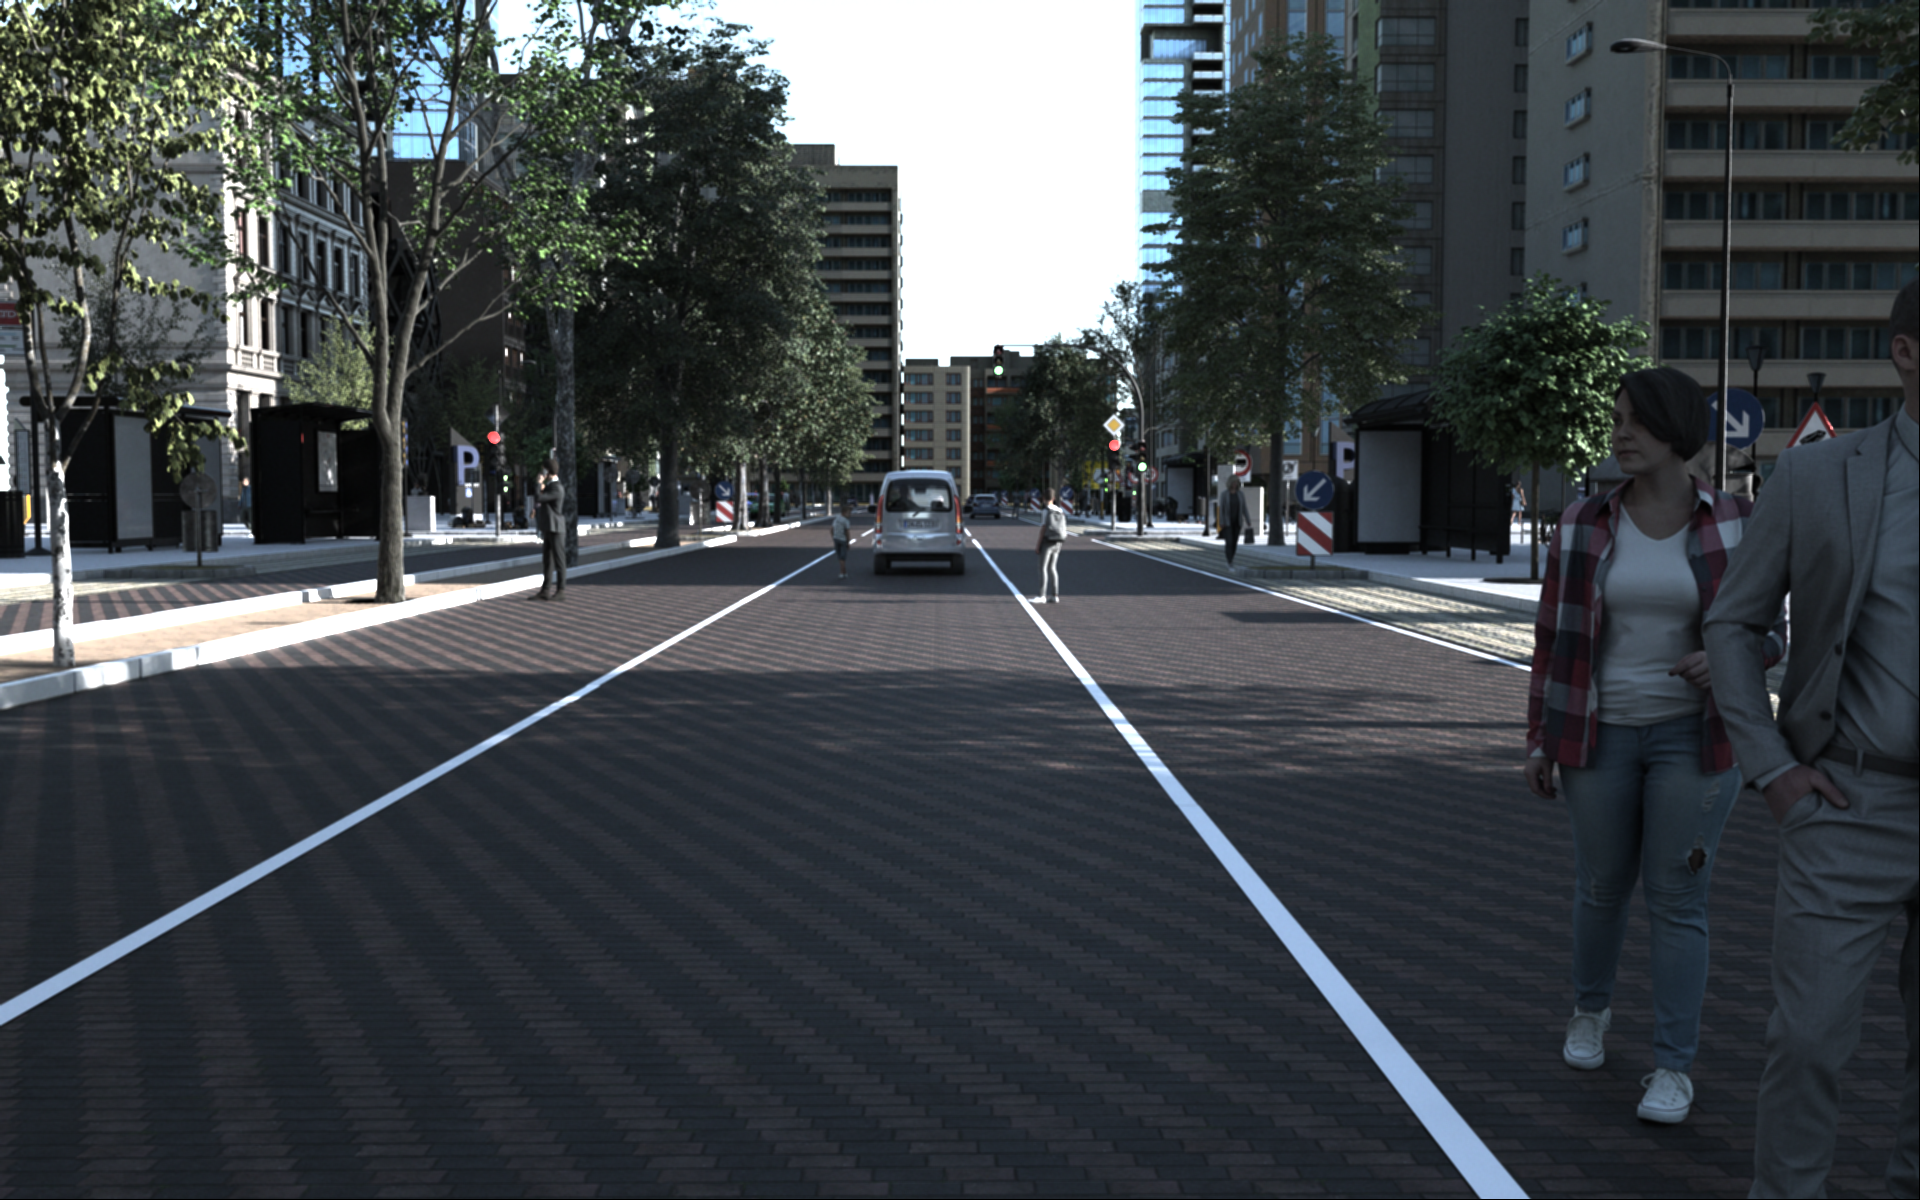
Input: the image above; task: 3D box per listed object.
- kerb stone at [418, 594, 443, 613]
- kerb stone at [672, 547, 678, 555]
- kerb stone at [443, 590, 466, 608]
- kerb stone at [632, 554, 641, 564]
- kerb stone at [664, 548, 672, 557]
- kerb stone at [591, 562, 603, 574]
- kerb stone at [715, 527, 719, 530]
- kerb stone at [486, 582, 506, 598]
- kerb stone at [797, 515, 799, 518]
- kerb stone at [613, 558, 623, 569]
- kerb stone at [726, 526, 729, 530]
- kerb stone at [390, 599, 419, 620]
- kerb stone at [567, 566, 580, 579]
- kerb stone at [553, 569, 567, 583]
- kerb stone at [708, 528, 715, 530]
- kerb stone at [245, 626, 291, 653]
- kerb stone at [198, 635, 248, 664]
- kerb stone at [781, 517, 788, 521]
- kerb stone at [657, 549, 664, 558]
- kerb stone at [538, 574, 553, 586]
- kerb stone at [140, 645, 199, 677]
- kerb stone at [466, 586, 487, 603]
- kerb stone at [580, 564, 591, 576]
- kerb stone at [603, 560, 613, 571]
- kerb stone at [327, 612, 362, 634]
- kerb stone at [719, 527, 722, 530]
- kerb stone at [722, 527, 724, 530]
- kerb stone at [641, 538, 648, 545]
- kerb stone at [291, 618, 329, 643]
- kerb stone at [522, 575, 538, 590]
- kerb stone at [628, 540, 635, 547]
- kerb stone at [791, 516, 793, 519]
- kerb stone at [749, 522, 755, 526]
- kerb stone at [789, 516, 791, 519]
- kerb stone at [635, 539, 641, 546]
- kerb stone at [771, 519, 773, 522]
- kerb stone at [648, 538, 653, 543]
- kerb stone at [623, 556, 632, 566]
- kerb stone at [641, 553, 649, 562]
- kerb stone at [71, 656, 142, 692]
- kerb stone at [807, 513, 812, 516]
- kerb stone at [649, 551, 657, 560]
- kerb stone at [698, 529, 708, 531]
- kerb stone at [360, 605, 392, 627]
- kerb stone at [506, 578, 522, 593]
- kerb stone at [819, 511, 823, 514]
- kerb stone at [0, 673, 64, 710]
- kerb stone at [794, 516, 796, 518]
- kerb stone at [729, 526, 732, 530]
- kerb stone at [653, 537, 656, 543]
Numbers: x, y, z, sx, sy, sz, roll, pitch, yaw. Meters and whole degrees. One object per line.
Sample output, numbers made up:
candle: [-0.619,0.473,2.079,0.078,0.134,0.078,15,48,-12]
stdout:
kerb stone: [-6.563,0.061,21.206,0.120,0.150,1.000,0,4,-1]
kerb stone: [-6.807,-1.127,40.678,0.120,0.150,1.000,0,4,-1]
kerb stone: [-6.564,-0.002,22.228,0.120,0.150,1.000,0,4,-1]
kerb stone: [-6.746,-0.813,35.540,0.120,0.150,1.000,0,4,-1]
kerb stone: [-6.798,-1.067,39.648,0.120,0.150,1.000,0,4,-1]
kerb stone: [-6.691,-0.566,31.443,0.120,0.150,1.000,0,4,-1]
kerb stone: [-9.237,-2.601,64.723,0.120,0.150,1.000,0,4,-1]
kerb stone: [-6.590,-0.127,24.271,0.120,0.150,1.000,0,4,-1]
kerb stone: [-9.727,-4.860,101.659,0.120,0.150,1.000,0,4,-1]
kerb stone: [-6.714,-0.687,33.491,0.120,0.150,1.000,0,4,-1]
kerb stone: [-9.267,-2.789,67.798,0.120,0.150,1.000,0,4,-1]
kerb stone: [-6.541,0.126,20.184,0.120,0.150,1.000,0,4,-1]
kerb stone: [-6.664,-0.441,29.399,0.120,0.150,1.000,0,4,-1]
kerb stone: [-6.641,-0.378,28.371,0.120,0.150,1.000,0,4,-1]
kerb stone: [-9.224,-2.539,63.701,0.120,0.150,1.000,0,4,-1]
kerb stone: [-6.476,0.374,16.073,0.120,0.150,1.000,0,4,-1]
kerb stone: [-6.467,0.442,15.044,0.120,0.150,1.000,0,4,-1]
kerb stone: [-9.633,-4.420,94.467,0.120,0.150,1.000,0,4,-1]
kerb stone: [-6.791,-1.003,38.624,0.120,0.150,1.000,0,4,-1]
kerb stone: [-6.634,-0.315,27.347,0.120,0.150,1.000,0,4,-1]
kerb stone: [-6.457,0.500,14.022,0.120,0.150,1.000,0,4,-1]
kerb stone: [-6.577,-0.063,23.250,0.120,0.150,1.000,0,4,-1]
kerb stone: [-6.680,-0.503,30.421,0.120,0.150,1.000,0,4,-1]
kerb stone: [-6.707,-0.628,32.467,0.120,0.150,1.000,0,4,-1]
kerb stone: [-6.511,0.251,18.119,0.120,0.150,1.000,0,4,-1]
kerb stone: [-9.243,-2.663,65.752,0.120,0.150,1.000,0,4,-1]
kerb stone: [-9.257,-2.723,66.775,0.120,0.150,1.000,0,4,-1]
kerb stone: [-9.021,-1.623,48.798,0.120,0.150,1.000,0,4,-1]
kerb stone: [-6.496,0.318,17.097,0.120,0.150,1.000,0,4,-1]
kerb stone: [-6.627,-0.249,26.326,0.120,0.150,1.000,0,4,-1]
kerb stone: [-8.990,-1.500,46.754,0.120,0.150,1.000,0,4,-1]
kerb stone: [-9.668,-4.608,97.539,0.120,0.150,1.000,0,4,-1]
kerb stone: [-9.416,-3.475,79.080,0.120,0.150,1.000,0,4,-1]
kerb stone: [-9.661,-4.546,96.517,0.120,0.150,1.000,0,4,-1]
kerb stone: [-9.014,-1.565,47.776,0.120,0.150,1.000,0,4,-1]
kerb stone: [-9.550,-4.107,89.341,0.120,0.150,1.000,0,4,-1]
kerb stone: [-9.036,-1.690,49.820,0.120,0.150,1.000,0,4,-1]
kerb stone: [-6.728,-0.747,34.518,0.120,0.150,1.000,0,4,-1]
kerb stone: [-6.761,-0.877,36.581,0.120,0.150,1.000,0,4,-1]
kerb stone: [-6.446,0.563,12.989,0.120,0.150,1.000,0,4,-1]
kerb stone: [-9.882,-5.614,113.976,0.120,0.150,1.000,0,4,-1]
kerb stone: [-6.768,-0.935,37.603,0.120,0.150,1.000,0,4,-1]
kerb stone: [-9.190,-2.413,61.653,0.120,0.150,1.000,0,4,-1]
kerb stone: [-6.525,0.192,19.148,0.120,0.150,1.000,0,4,-1]
kerb stone: [-6.612,-0.186,25.303,0.120,0.150,1.000,0,4,-1]
kerb stone: [-10.010,-6.177,123.188,0.120,0.150,1.000,0,4,-1]
kerb stone: [-6.429,0.626,11.960,0.120,0.150,1.000,0,4,-1]
kerb stone: [-9.698,-4.734,99.602,0.120,0.150,1.000,0,4,-1]
kerb stone: [-9.285,-2.852,68.825,0.120,0.150,1.000,0,4,-1]
kerb stone: [-9.048,-1.747,50.852,0.120,0.150,1.000,0,4,-1]
